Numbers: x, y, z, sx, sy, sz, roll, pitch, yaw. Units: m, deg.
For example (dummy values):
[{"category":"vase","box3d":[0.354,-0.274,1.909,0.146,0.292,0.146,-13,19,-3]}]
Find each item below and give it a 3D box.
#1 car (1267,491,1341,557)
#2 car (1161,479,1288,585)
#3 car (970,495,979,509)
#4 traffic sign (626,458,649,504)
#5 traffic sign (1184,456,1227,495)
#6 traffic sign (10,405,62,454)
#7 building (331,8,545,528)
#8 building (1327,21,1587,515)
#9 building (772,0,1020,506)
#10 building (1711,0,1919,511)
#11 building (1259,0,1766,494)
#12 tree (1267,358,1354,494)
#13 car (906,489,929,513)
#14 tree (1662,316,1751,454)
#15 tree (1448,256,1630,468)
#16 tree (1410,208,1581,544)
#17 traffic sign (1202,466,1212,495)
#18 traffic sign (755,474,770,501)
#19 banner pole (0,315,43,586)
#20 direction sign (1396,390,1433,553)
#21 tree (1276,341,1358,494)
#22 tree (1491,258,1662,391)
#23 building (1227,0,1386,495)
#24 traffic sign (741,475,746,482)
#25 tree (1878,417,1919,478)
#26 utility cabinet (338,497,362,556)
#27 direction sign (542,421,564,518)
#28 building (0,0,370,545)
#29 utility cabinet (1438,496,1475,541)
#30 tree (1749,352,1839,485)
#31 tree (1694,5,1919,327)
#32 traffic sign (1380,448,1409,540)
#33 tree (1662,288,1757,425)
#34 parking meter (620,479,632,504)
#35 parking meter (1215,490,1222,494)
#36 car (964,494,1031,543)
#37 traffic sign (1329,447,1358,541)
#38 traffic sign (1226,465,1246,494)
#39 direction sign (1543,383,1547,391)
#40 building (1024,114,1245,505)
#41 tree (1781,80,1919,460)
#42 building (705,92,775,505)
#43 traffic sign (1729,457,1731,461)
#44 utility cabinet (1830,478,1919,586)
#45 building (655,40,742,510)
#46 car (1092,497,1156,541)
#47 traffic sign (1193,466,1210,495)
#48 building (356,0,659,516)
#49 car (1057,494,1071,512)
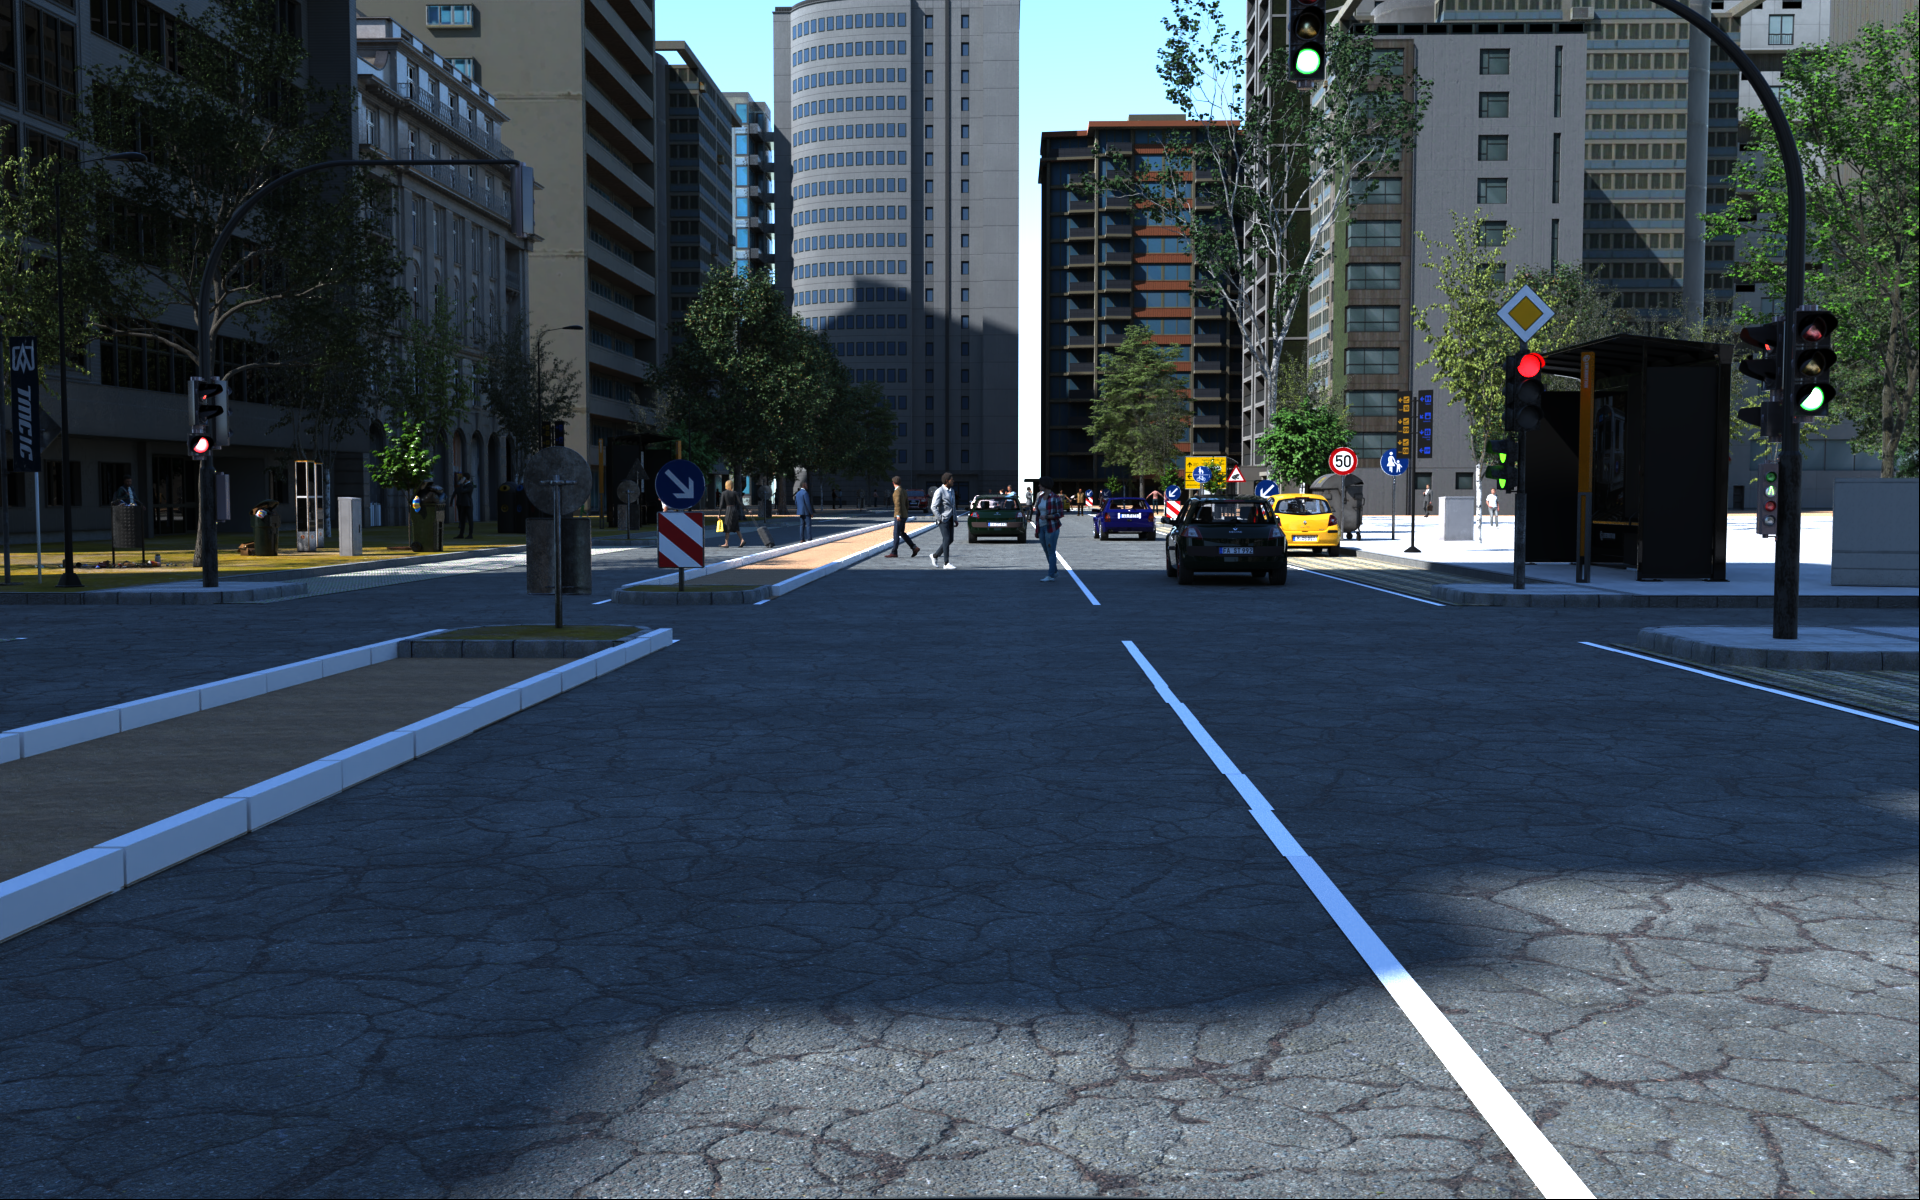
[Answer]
[{"category":"car","box3d":[7.863,-1.871,40.815,2.015,1.641,3.980,0,4,3]},{"category":"car","box3d":[4.370,-1.159,28.732,2.009,1.686,4.222,0,4,3]},{"category":"car","box3d":[1.639,-6.058,111.403,2.083,1.381,4.827,0,4,2]},{"category":"traffic sign","box3d":[-11.685,-3.837,62.736,0.884,2.594,0.081,0,4,6]},{"category":"traffic sign","box3d":[13.210,-6.073,93.159,2.265,3.308,0.079,0,4,2]},{"category":"traffic sign","box3d":[-13.221,-1.534,24.810,0.795,2.593,0.064,0,4,5]},{"category":"building","box3d":[-28.025,-14.351,76.435,13.314,21.916,24.055,0,4,2]},{"category":"building","box3d":[30.457,-20.703,110.198,14.160,30.474,14.107,0,4,2]},{"category":"building","box3d":[-7.163,-40.423,202.911,28.212,58.520,21.231,0,4,2]},{"category":"building","box3d":[68.425,-34.129,147.252,27.495,52.752,28.713,0,4,2]},{"category":"building","box3d":[39.518,-26.757,129.364,32.217,40.220,23.993,0,4,2]},{"category":"tree","box3d":[18.248,-8.625,91.385,4.737,8.622,4.395,0,3,0]},{"category":"car","box3d":[-3.433,-7.491,131.147,2.281,1.827,5.304,0,4,0]},{"category":"tree","box3d":[30.144,-7.449,72.155,4.737,8.622,4.395,0,3,0]},{"category":"tree","box3d":[28.661,-10.220,84.105,9.611,12.733,9.660,0,3,0]},{"category":"tree","box3d":[13.439,-5.750,44.372,4.737,8.622,4.395,0,3,0]},{"category":"traffic sign","box3d":[11.111,-4.833,79.126,0.768,2.556,0.104,1,4,10]},{"category":"traffic sign","box3d":[-11.218,-6.020,98.434,0.884,2.594,0.081,1,4,9]},{"category":"banner pole","box3d":[-13.199,-2.093,24.240,0.863,3.779,0.401,1,4,15]},{"category":"direction sign","box3d":[9.945,-2.811,37.953,0.379,3.537,0.876,-3,5,-43]},{"category":"tree","box3d":[16.960,-8.183,84.147,4.360,8.622,3.978,0,3,0]},{"category":"tree","box3d":[18.645,-6.307,53.489,4.360,8.622,3.978,0,3,0]},{"category":"building","box3d":[34.246,-43.586,150.881,20.563,71.187,20.611,0,4,2]},{"category":"traffic sign","box3d":[-11.868,-5.608,93.813,0.606,2.300,0.079,1,4,11]},{"category":"tree","box3d":[59.439,-7.743,89.505,20.602,7.101,11.467,0,4,8]},{"category":"utility cabinet","box3d":[-12.773,-1.538,36.314,0.306,1.237,1.020,-1,4,-9]},{"category":"direction sign","box3d":[-12.635,-3.783,53.841,0.876,3.537,0.379,2,4,29]},{"category":"building","box3d":[-29.294,-14.086,49.370,14.314,24.678,30.058,0,4,2]},{"category":"utility cabinet","box3d":[13.631,-2.228,47.589,1.020,1.237,0.306,-2,4,-25]},{"category":"tree","box3d":[37.072,-7.798,77.862,4.737,8.622,4.395,0,3,0]},{"category":"tree","box3d":[19.651,-6.749,36.096,9.928,11.665,9.643,0,3,0]},{"category":"traffic sign","box3d":[12.117,-2.952,48.369,0.768,2.556,0.104,1,4,10]},{"category":"tree","box3d":[26.181,-6.782,61.245,4.360,8.622,3.978,0,3,0]},{"category":"parking meter","box3d":[-12.208,-3.517,63.218,0.255,1.863,0.399,3,4,38]},{"category":"parking meter","box3d":[13.430,-4.998,90.132,0.372,1.533,0.369,0,3,0]},{"category":"car","box3d":[1.115,-2.564,51.715,2.009,1.686,4.222,0,4,1]},{"category":"traffic sign","box3d":[10.364,-2.863,46.913,0.768,2.556,0.104,0,4,7]},{"category":"traffic sign","box3d":[12.234,-4.698,76.818,0.884,2.594,0.081,0,4,7]},{"category":"direction sign","box3d":[11.955,-2.688,35.947,0.379,3.537,0.876,0,4,-4]},{"category":"building","box3d":[22.006,-33.518,202.651,28.867,44.769,22.147,0,4,2]},{"category":"tree","box3d":[28.426,-8.705,48.986,9.857,13.997,8.962,0,3,0]},{"category":"building","box3d":[-36.432,-35.859,205.909,30.456,49.044,23.786,0,4,2]},{"category":"traffic sign","box3d":[11.894,-1.701,27.811,0.884,2.594,0.081,0,4,4]},{"category":"utility cabinet","box3d":[12.776,-0.941,24.060,1.173,1.500,0.318,2,4,25]},{"category":"building","box3d":[-31.990,-27.927,148.488,23.993,40.220,32.217,0,4,2]},{"category":"car","box3d":[5.158,-2.567,54.552,1.945,1.354,3.894,0,4,0]},{"category":"traffic sign","box3d":[10.913,-4.792,78.458,0.768,2.556,0.104,0,4,5]},{"category":"building","box3d":[-31.939,-29.725,109.697,21.300,48.544,21.600,0,4,2]},{"category":"car","box3d":[7.923,-7.854,138.629,2.015,1.641,3.980,0,4,2]}]
